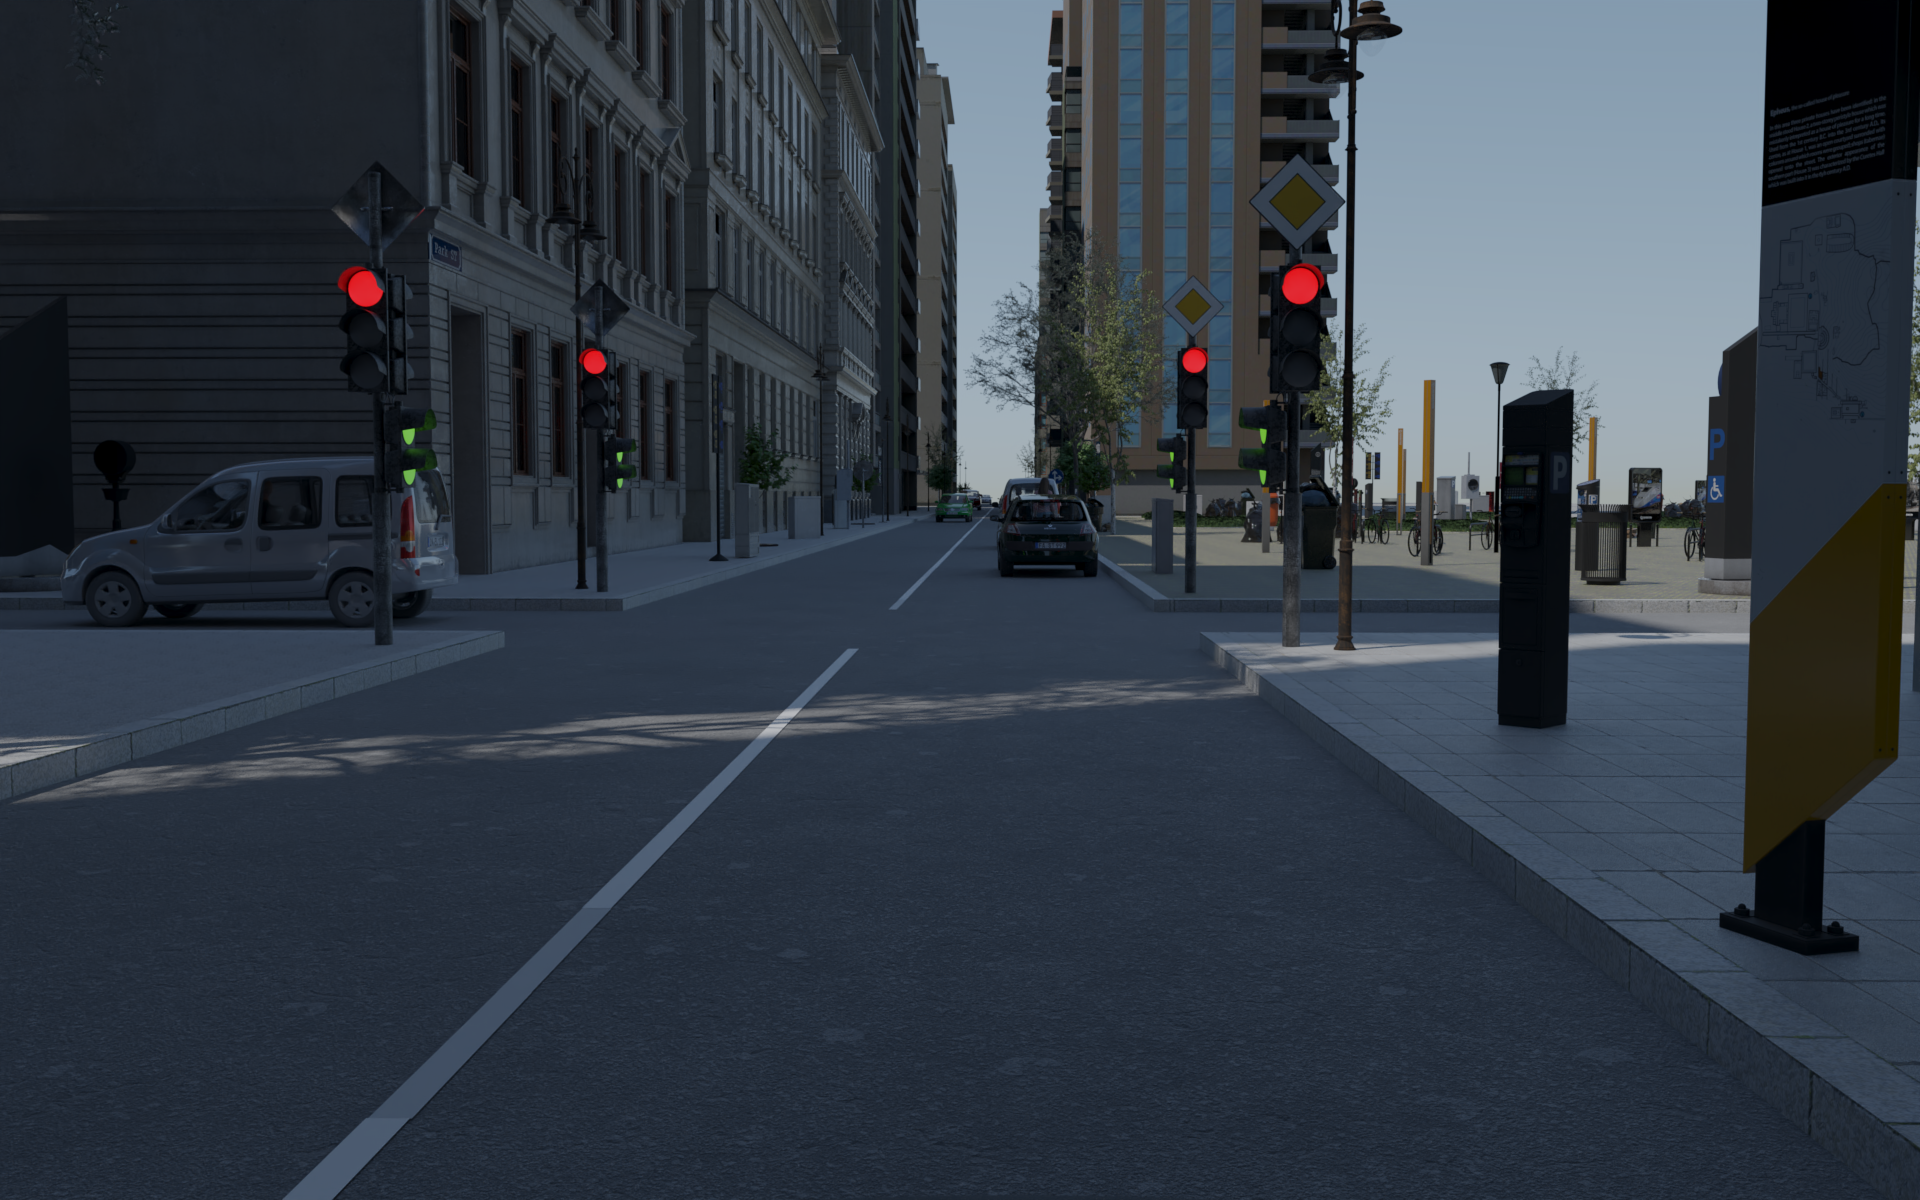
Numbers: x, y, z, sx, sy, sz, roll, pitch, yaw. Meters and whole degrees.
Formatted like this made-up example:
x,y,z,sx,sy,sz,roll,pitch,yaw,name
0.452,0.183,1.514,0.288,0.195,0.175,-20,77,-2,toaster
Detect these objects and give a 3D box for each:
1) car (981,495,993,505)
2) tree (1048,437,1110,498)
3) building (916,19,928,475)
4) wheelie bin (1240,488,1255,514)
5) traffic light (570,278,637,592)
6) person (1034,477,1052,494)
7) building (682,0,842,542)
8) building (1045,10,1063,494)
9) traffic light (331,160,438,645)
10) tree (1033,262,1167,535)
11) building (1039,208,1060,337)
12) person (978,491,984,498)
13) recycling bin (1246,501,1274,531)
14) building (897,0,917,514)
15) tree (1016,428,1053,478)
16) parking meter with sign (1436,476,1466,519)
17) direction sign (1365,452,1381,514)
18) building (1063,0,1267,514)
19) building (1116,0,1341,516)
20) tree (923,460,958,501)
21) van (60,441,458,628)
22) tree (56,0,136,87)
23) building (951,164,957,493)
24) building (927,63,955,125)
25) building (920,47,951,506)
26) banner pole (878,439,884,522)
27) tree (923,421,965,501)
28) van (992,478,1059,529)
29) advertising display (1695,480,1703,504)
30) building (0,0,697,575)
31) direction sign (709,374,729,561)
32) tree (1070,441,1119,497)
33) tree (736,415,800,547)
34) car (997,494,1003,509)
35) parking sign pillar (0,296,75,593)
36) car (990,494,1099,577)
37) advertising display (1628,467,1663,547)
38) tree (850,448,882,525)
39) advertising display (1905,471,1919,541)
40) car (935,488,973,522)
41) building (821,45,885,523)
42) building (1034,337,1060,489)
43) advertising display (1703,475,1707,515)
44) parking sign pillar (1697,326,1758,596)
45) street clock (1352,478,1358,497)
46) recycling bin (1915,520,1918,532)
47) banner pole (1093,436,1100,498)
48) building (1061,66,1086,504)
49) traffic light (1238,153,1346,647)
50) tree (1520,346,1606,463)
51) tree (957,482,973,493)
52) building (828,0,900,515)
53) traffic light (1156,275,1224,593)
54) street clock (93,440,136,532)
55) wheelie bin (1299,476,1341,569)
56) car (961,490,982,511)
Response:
x,y,z,sx,sy,sz,roll,pitch,yaw,name
3.355,-13.484,232.818,2.083,1.381,4.827,0,4,2,car
6.144,-6.534,90.545,4.285,4.588,4.351,0,3,0,tree
-14.908,-32.349,148.509,23.786,49.044,30.456,0,4,2,building
14.267,-4.774,85.967,0.693,1.594,0.980,0,4,0,wheelie bin
-4.678,-2.061,22.623,0.839,4.253,0.868,0,4,2,traffic light
1.977,-1.941,40.238,0.555,1.821,0.388,0,4,-1,person
-13.509,-13.856,59.832,16.112,22.955,30.059,0,4,2,building
18.948,-30.736,157.163,22.147,44.769,28.867,0,4,2,building
-4.893,-1.573,14.641,0.839,4.253,0.868,0,4,2,traffic light
4.630,-6.352,54.215,4.737,8.622,4.395,0,3,0,tree
18.311,-34.586,249.077,14.154,41.232,14.086,0,4,2,building
2.341,-12.932,219.956,1.348,1.821,0.705,1,4,12,person
10.393,-2.897,59.917,0.722,1.027,0.722,-2,4,-26,recycling bin
-14.246,-30.509,122.518,21.300,48.544,21.600,0,4,2,building
8.272,-14.397,185.760,4.360,8.622,3.978,0,3,0,tree
20.444,-4.684,72.852,1.738,3.016,0.543,3,5,42,parking meter with sign
22.241,-6.199,93.348,0.876,3.537,0.379,-1,4,-14,direction sign
15.090,-29.632,134.602,14.600,45.320,14.200,0,4,2,building
14.620,-27.843,105.352,14.600,45.320,14.200,0,4,2,building
-1.880,-11.198,166.807,4.285,4.588,4.351,0,3,0,tree
-7.797,-0.753,19.326,4.112,2.044,2.013,0,4,1,van
-6.154,-5.951,7.670,12.009,13.543,11.850,0,3,0,tree
-11.357,-37.807,241.850,21.300,48.544,21.600,0,4,2,building
-15.325,-38.415,217.317,28.713,52.752,27.495,0,4,2,building
-12.348,-34.811,192.855,21.300,48.544,21.600,0,4,2,building
-3.551,-5.381,77.998,0.401,3.779,0.863,1,4,17,banner pole
-1.928,-13.562,172.102,4.360,8.622,3.978,0,3,0,tree
1.847,-2.377,45.881,2.013,2.044,4.112,0,4,1,van
34.163,-4.566,79.869,0.974,1.923,0.123,-3,5,-41,advertising display
-12.343,-12.115,34.245,11.583,22.565,21.152,0,4,2,building
-4.625,-2.513,33.086,0.379,3.537,0.876,0,4,4,direction sign
4.569,-4.074,61.214,1.663,3.219,1.824,0,3,0,tree
-5.015,-2.924,42.417,1.663,3.219,1.824,0,3,0,tree
4.637,-9.693,168.267,2.009,1.686,4.222,0,4,1,car
-12.593,-2.121,23.147,1.447,3.967,1.447,2,4,27,parking sign pillar
1.549,-1.323,31.416,2.009,1.686,4.222,0,4,0,car
16.606,-2.250,41.996,0.974,1.923,0.123,-1,4,-23,advertising display
-4.118,-4.797,73.026,1.663,3.219,1.824,0,3,0,tree
26.224,-2.608,47.858,0.123,1.923,0.974,-1,4,-13,advertising display
-0.292,-4.895,88.832,1.959,1.807,4.718,0,4,3,car
-9.885,-15.645,84.681,11.050,23.489,19.941,0,4,2,building
22.787,-21.963,204.142,27.650,21.520,28.899,0,4,2,building
23.651,-2.990,54.105,0.123,1.923,0.974,-1,4,-13,advertising display
10.321,-2.067,22.271,1.447,3.967,1.447,-1,4,-10,parking sign pillar
17.612,-4.477,77.774,0.358,2.002,0.471,-3,5,-41,street clock
32.690,-2.868,59.448,0.722,1.027,0.722,3,5,42,recycling bin
5.697,-5.031,72.266,0.401,3.779,0.863,-1,4,-18,banner pole
14.053,-21.333,120.502,14.160,30.474,14.107,0,4,2,building
2.766,-1.561,14.451,0.839,4.253,0.868,0,4,2,traffic light
30.008,-8.369,87.189,4.360,8.622,3.978,0,3,0,tree
0.757,-15.425,246.793,1.663,3.219,1.824,0,3,0,tree
-11.138,-25.749,104.585,14.154,41.232,14.086,0,4,2,building
2.981,-2.050,22.433,0.839,4.253,0.868,0,4,2,traffic light
-11.347,-1.145,23.299,0.471,2.002,0.358,0,4,5,street clock
6.093,-1.332,29.679,0.693,1.594,0.980,0,4,-4,wheelie bin
0.847,-8.801,152.563,2.281,1.827,5.304,0,4,2,car
